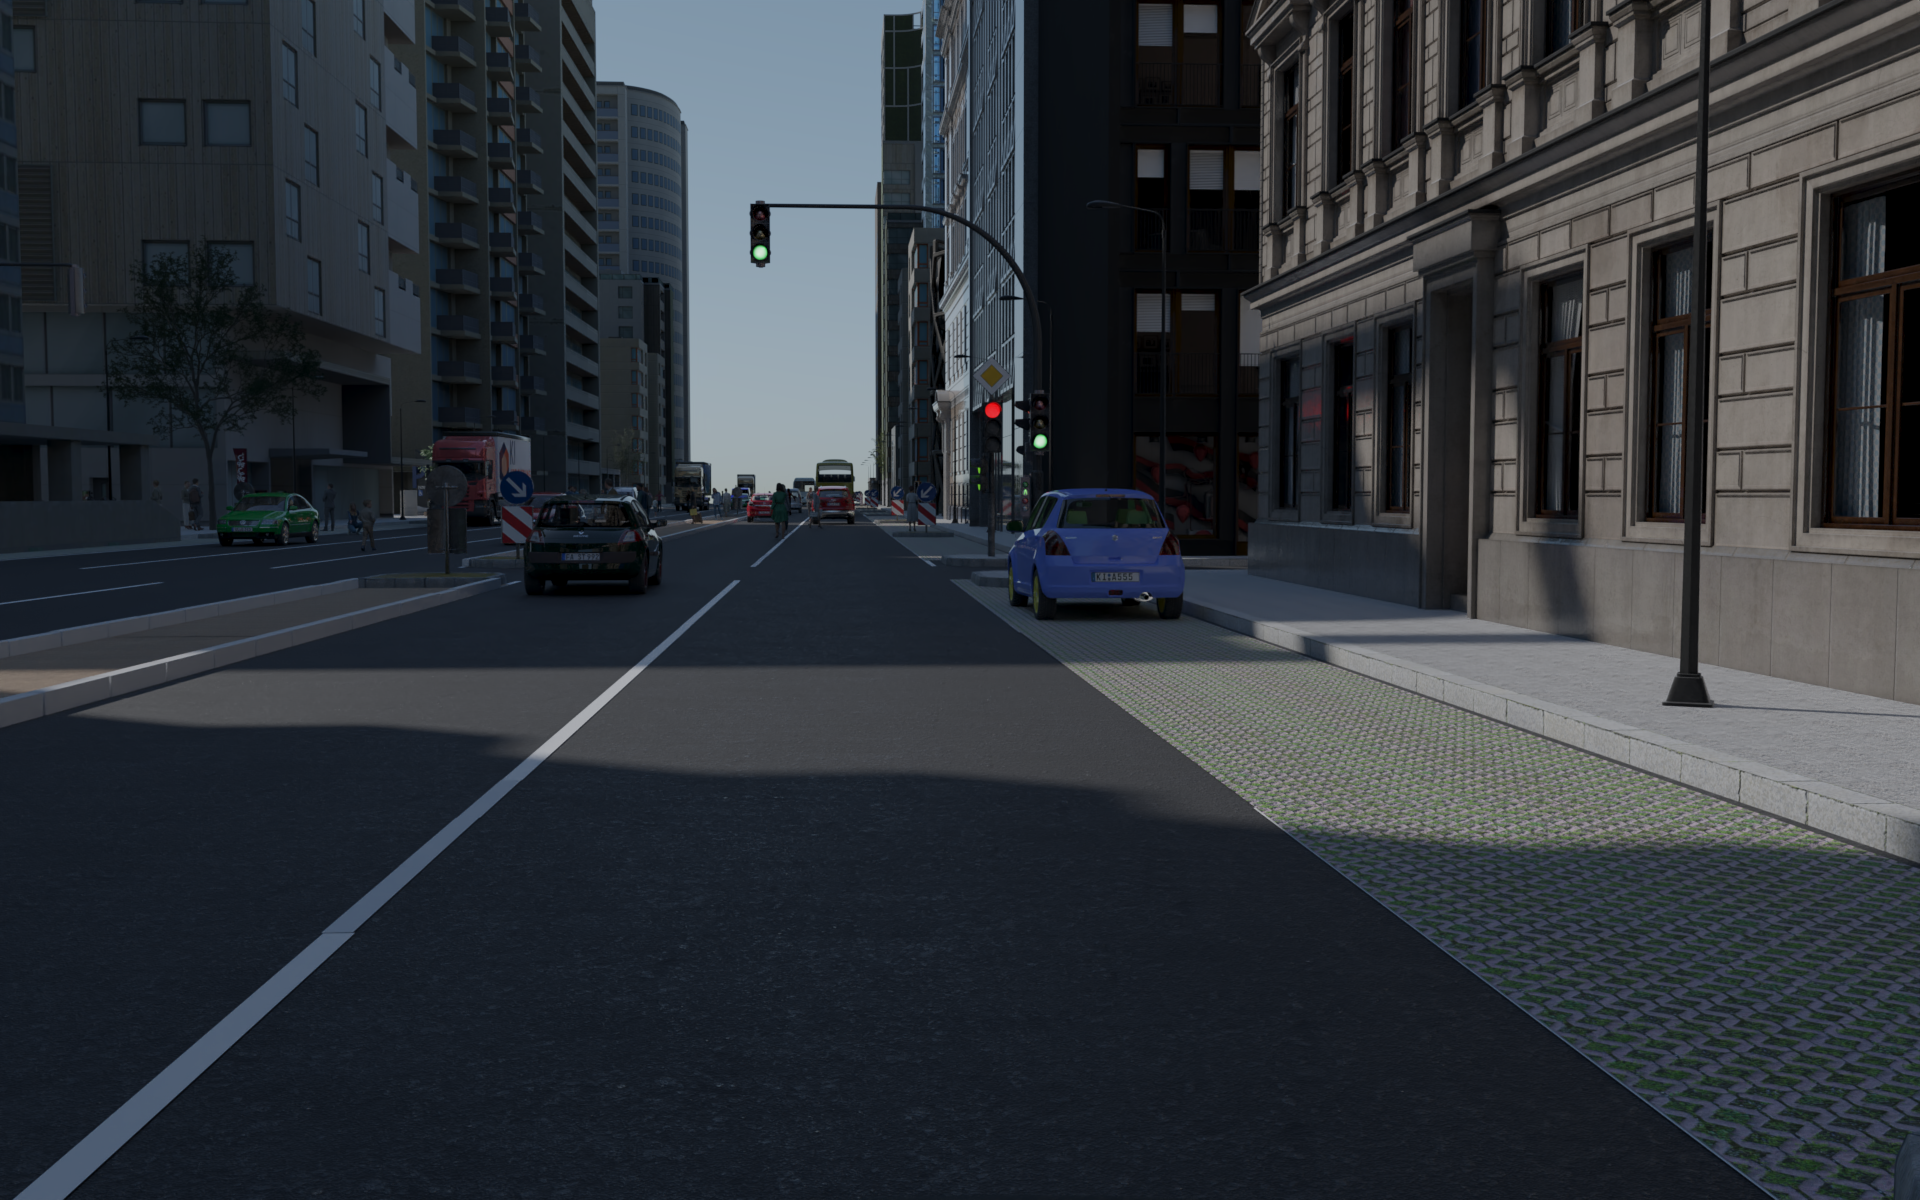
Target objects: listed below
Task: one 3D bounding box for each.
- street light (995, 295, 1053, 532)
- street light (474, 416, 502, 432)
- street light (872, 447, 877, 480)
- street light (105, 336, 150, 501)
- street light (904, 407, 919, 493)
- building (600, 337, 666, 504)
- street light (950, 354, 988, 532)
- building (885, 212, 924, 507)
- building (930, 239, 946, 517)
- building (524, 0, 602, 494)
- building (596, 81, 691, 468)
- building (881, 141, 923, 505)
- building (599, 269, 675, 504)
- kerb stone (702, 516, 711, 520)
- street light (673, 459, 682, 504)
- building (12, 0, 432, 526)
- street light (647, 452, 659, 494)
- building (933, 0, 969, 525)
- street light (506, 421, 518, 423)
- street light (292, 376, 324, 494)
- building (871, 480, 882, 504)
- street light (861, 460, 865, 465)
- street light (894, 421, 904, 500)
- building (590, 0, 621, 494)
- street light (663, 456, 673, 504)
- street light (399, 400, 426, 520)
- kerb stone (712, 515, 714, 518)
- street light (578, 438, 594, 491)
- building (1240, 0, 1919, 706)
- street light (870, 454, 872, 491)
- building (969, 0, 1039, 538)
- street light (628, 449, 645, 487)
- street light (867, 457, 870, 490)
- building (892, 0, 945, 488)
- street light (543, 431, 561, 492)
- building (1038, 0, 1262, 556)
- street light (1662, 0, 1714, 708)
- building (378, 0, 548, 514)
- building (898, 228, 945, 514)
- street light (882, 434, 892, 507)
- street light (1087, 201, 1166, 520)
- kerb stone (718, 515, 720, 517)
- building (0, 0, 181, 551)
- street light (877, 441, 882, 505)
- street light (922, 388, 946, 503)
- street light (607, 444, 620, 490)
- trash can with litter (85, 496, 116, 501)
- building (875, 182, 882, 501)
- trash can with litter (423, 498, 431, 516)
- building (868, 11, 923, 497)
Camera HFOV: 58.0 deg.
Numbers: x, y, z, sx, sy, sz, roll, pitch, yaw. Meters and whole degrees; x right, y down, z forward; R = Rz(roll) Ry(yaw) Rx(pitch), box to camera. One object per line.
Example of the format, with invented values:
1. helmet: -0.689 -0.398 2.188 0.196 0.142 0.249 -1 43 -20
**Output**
1. street light: 1.606 -4.165 40.645 1.470 5.913 1.316 0 4 -4
2. street light: -28.166 -7.952 102.553 1.470 5.913 1.316 0 4 -4
3. street light: -7.563 -12.029 169.208 1.470 5.913 1.316 0 4 -4
4. street light: -24.475 -4.794 50.925 1.470 5.913 1.316 0 4 -4
5. street light: -2.078 -7.362 92.912 1.470 5.913 1.316 0 4 -4
6. building: -50.403 -22.064 205.786 27.650 21.520 28.899 0 4 -4
7. street light: 0.500 -5.214 57.785 1.470 5.913 1.316 0 4 -4
8. building: -0.772 -24.968 179.924 14.160 30.474 14.107 0 4 -4
9. building: 6.571 -14.413 103.101 16.820 18.784 16.811 0 4 -4
10. building: -42.986 -32.031 147.407 21.300 48.544 21.600 0 4 -4
11. building: -50.540 -43.194 248.219 21.231 58.520 28.212 0 4 -4
12. building: -2.225 -31.810 203.694 14.154 41.232 14.086 0 4 -4
13. building: -45.187 -27.872 227.405 14.160 30.474 14.107 0 4 -4
14. kerb stone: -14.333 -4.633 97.955 0.120 0.150 1.000 0 4 -4
15. street light: -37.159 -15.594 227.509 1.470 5.913 1.316 0 4 -4
16. building: -40.987 -29.926 78.535 28.713 52.752 27.495 0 4 -4
17. street light: -34.608 -13.481 192.957 1.470 5.913 1.316 0 4 -4
18. building: 6.083 -17.907 78.686 13.634 28.700 20.117 0 4 -4
19. street light: -28.735 -8.408 110.019 1.470 5.913 1.316 0 4 -4
20. street light: -25.703 -5.856 68.291 1.470 5.913 1.316 0 4 -4
21. building: 4.731 -32.545 223.999 32.217 40.220 23.993 0 4 -4
22. street light: -12.293 -16.075 235.367 1.470 5.913 1.316 0 4 -4
23. street light: -3.258 -8.424 110.278 1.470 5.913 1.316 0 4 -4
24. building: -44.151 -44.618 167.752 20.563 71.187 20.611 0 4 -4
25. street light: -36.006 -14.528 210.076 1.470 5.913 1.316 0 4 -4
26. street light: -26.989 -6.904 85.418 1.470 5.913 1.316 0 4 -4
27. kerb stone: -14.468 -4.754 99.995 0.120 0.150 1.000 0 4 -4
28. street light: -31.264 -10.523 144.591 1.470 5.913 1.316 0 4 -4
29. building: 9.930 -9.401 18.334 10.561 19.102 19.286 0 4 -4
30. street light: -8.692 -13.112 186.920 1.470 5.913 1.316 0 4 -4
31. building: 7.044 -14.702 58.395 12.078 24.808 19.932 0 4 -4
32. street light: -33.731 -12.634 179.103 1.470 5.913 1.316 0 4 -4
33. street light: -9.696 -13.946 200.550 1.470 5.913 1.316 0 4 -4
34. building: 5.408 -51.583 156.051 22.319 86.520 31.000 0 4 -4
35. street light: -29.979 -9.456 127.150 1.470 5.913 1.316 0 4 -4
36. building: 10.450 -12.953 41.466 15.834 23.373 12.332 0 4 -4
37. street light: 3.897 -2.312 10.343 1.470 5.913 1.316 0 4 -4
38. building: -41.739 -28.584 121.967 22.147 44.769 28.867 0 4 -4
39. building: 9.774 -17.303 127.951 27.650 21.520 28.899 0 4 -4
40. street light: -5.076 -9.899 134.390 1.470 5.913 1.316 0 4 -4
41. street light: 2.701 -3.369 27.624 1.470 5.913 1.316 0 4 -4
42. kerb stone: -14.832 -5.071 105.108 0.120 0.150 1.000 0 4 -4
43. building: -39.198 -21.489 43.231 32.217 40.220 23.993 0 4 -4
44. street light: -6.312 -10.981 152.078 1.470 5.913 1.316 0 4 -4
45. street light: -0.761 -6.315 75.786 1.470 5.913 1.316 0 4 -4
46. street light: -32.391 -11.571 161.730 1.470 5.913 1.316 0 4 -4
47. trash can with litter: -32.381 -3.239 64.011 1.678 1.210 2.233 -1 4 -8
48. building: -4.789 -36.218 242.271 14.600 45.320 14.200 0 4 -4
49. trash can with litter: -30.617 -5.417 99.958 1.055 1.170 0.624 3 5 39
50. building: -3.460 -50.198 258.994 20.563 71.187 20.611 0 4 -4
